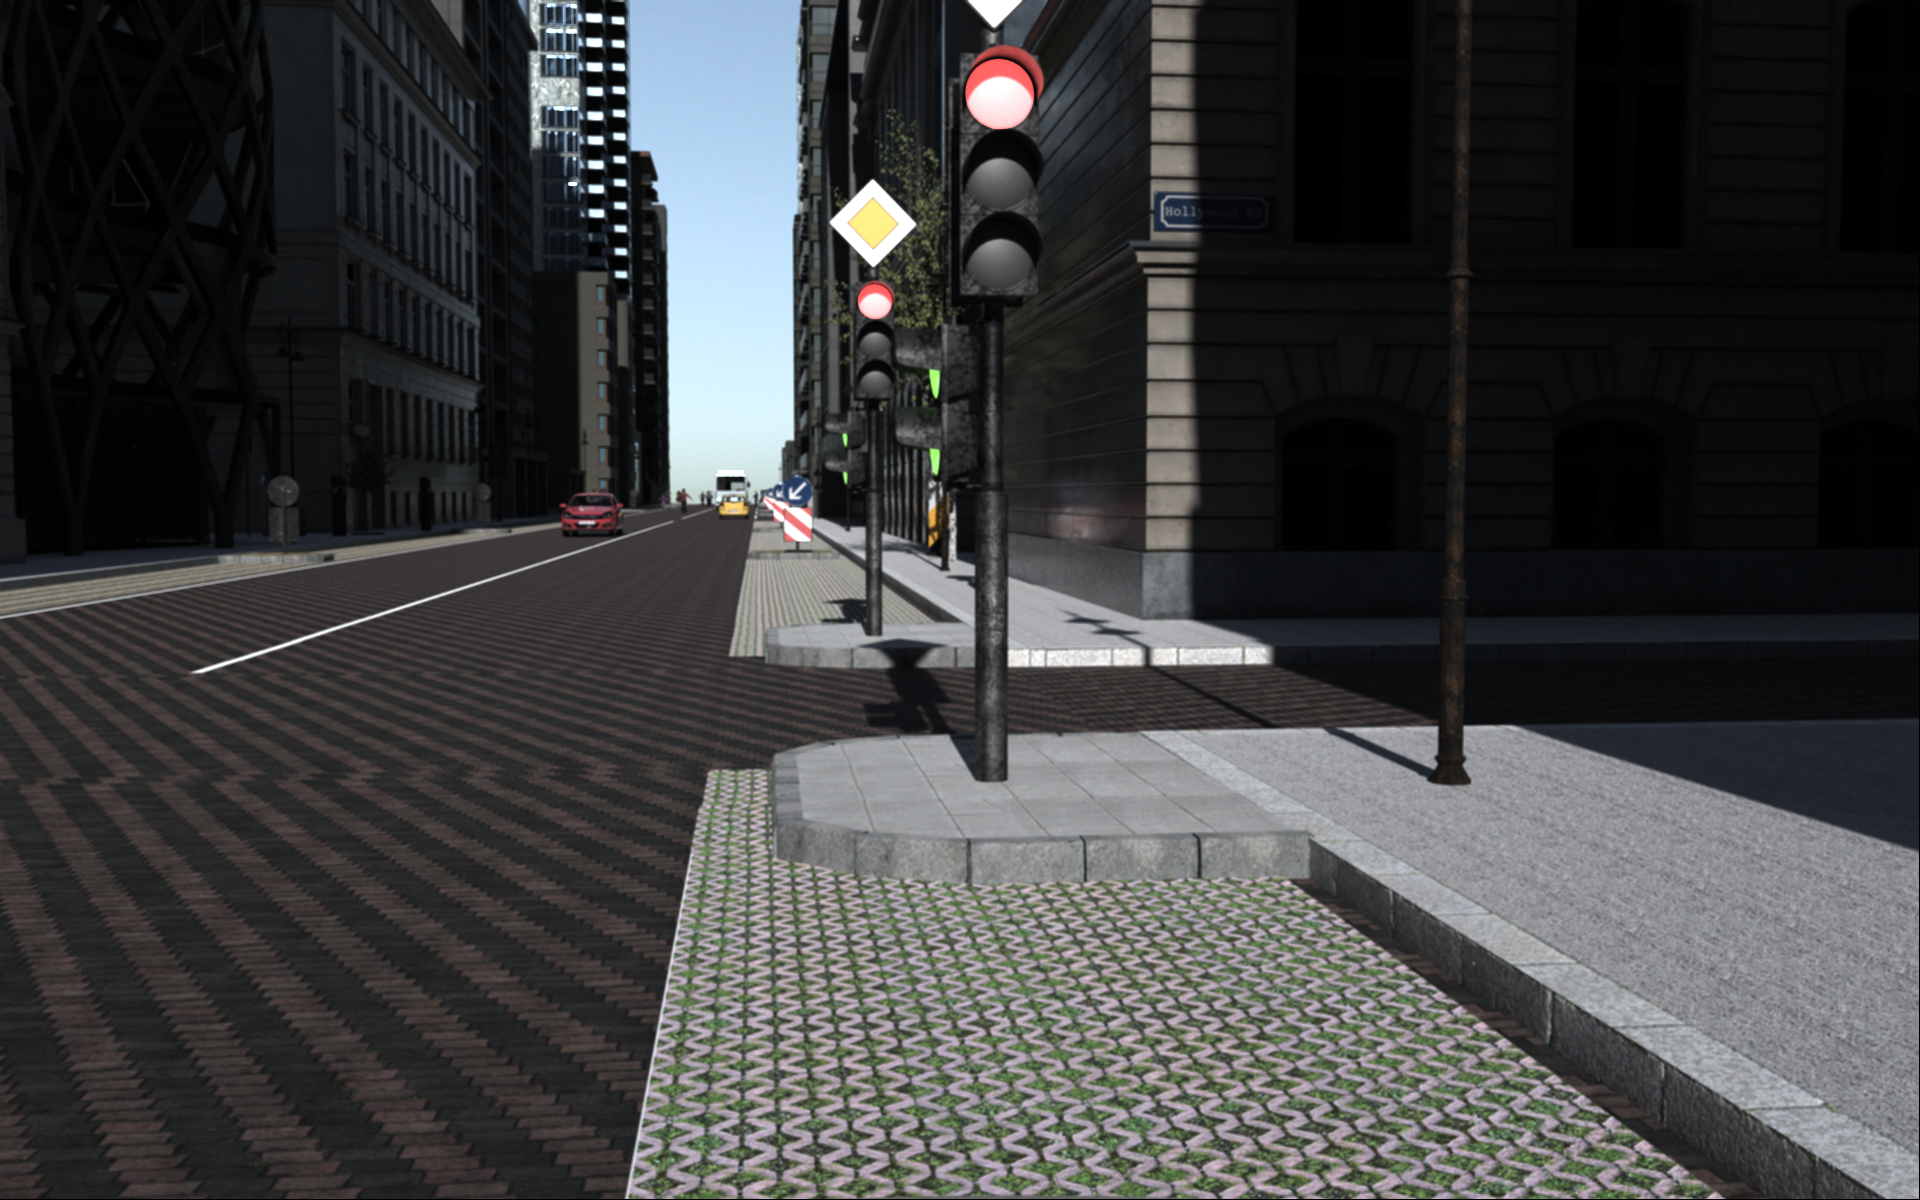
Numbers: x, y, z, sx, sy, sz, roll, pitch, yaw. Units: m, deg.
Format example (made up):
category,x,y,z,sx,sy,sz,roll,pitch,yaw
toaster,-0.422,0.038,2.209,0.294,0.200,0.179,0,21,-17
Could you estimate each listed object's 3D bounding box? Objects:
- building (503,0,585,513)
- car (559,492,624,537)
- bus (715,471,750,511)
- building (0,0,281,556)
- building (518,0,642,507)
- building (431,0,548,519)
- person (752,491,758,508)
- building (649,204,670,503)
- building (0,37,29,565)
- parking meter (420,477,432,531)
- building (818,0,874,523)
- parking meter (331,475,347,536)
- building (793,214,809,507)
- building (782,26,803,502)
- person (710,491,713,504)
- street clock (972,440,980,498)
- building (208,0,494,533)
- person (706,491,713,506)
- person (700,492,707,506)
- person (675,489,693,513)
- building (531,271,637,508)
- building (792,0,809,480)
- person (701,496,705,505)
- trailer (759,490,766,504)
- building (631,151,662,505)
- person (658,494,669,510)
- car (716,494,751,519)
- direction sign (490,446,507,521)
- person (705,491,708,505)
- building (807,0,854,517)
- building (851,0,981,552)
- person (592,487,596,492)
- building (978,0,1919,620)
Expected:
category,x,y,z,sx,sy,sz,roll,pitch,yaw
building,-43.083,-26.191,120.102,32.217,40.220,23.993,0,4,-7
car,-12.608,-3.086,59.502,2.155,1.783,4.494,0,4,-6
bus,-19.263,-9.273,146.471,2.948,3.499,13.247,0,4,-7
building,-25.440,-10.590,40.604,16.820,18.784,16.811,0,4,-7
building,-45.234,-53.291,183.971,22.319,86.520,31.000,0,4,-7
building,-34.611,-40.310,97.323,20.563,71.187,20.611,0,4,-7
person,-21.493,-10.566,181.705,0.568,1.767,0.683,0,4,1
building,-47.404,-33.863,237.252,14.154,41.232,14.086,0,4,-7
building,-21.030,-9.636,22.172,10.561,19.102,19.286,0,4,-7
parking meter,-18.641,-3.347,60.429,0.255,1.863,0.399,1,4,9
building,1.400,-15.743,76.470,14.314,24.678,30.058,0,4,-7
parking meter,-18.931,-2.881,52.815,0.399,1.863,0.255,1,4,21
building,-10.395,-25.059,181.414,14.160,30.474,14.107,0,4,-7
building,-12.822,-56.304,233.234,22.319,86.520,31.000,0,4,-7
person,-35.341,-14.576,246.685,0.599,1.838,0.709,0,4,-2
street clock,0.328,-1.148,23.345,0.471,2.002,0.358,-3,5,-42
building,-29.046,-14.441,69.398,16.112,22.955,30.059,0,4,-7
person,-30.282,-12.274,209.169,0.705,1.826,1.348,2,4,30
person,-30.167,-11.852,202.998,1.217,1.735,0.721,0,4,0
person,-20.573,-7.380,129.096,1.348,1.831,0.705,0,4,3
building,-42.744,-18.516,147.769,27.650,21.520,28.899,0,4,-7
building,-2.755,-32.545,151.713,23.786,49.044,30.456,0,4,-7
person,-32.232,-12.553,216.978,0.421,1.427,0.697,2,4,25
trailer,-27.407,-14.412,242.686,1.471,1.999,3.904,0,4,-6
building,-48.887,-34.282,215.134,22.147,44.769,28.867,0,4,-7
person,-26.382,-8.705,154.058,0.991,1.433,0.599,-1,4,-15
car,-13.005,-5.461,99.515,2.015,1.641,3.980,0,4,-8
direction sign,-21.743,-5.484,81.667,0.876,3.537,0.379,-3,5,-44
person,-31.853,-12.835,218.495,0.705,1.807,1.348,-2,4,-26
building,-1.943,-25.575,101.743,14.154,41.232,14.086,0,4,-7
building,4.169,-12.715,49.688,13.314,21.916,24.055,0,4,-7
person,-19.649,-5.171,93.122,0.705,1.814,1.350,2,4,32
building,18.082,-12.528,23.922,34.723,24.649,14.460,0,4,-7
